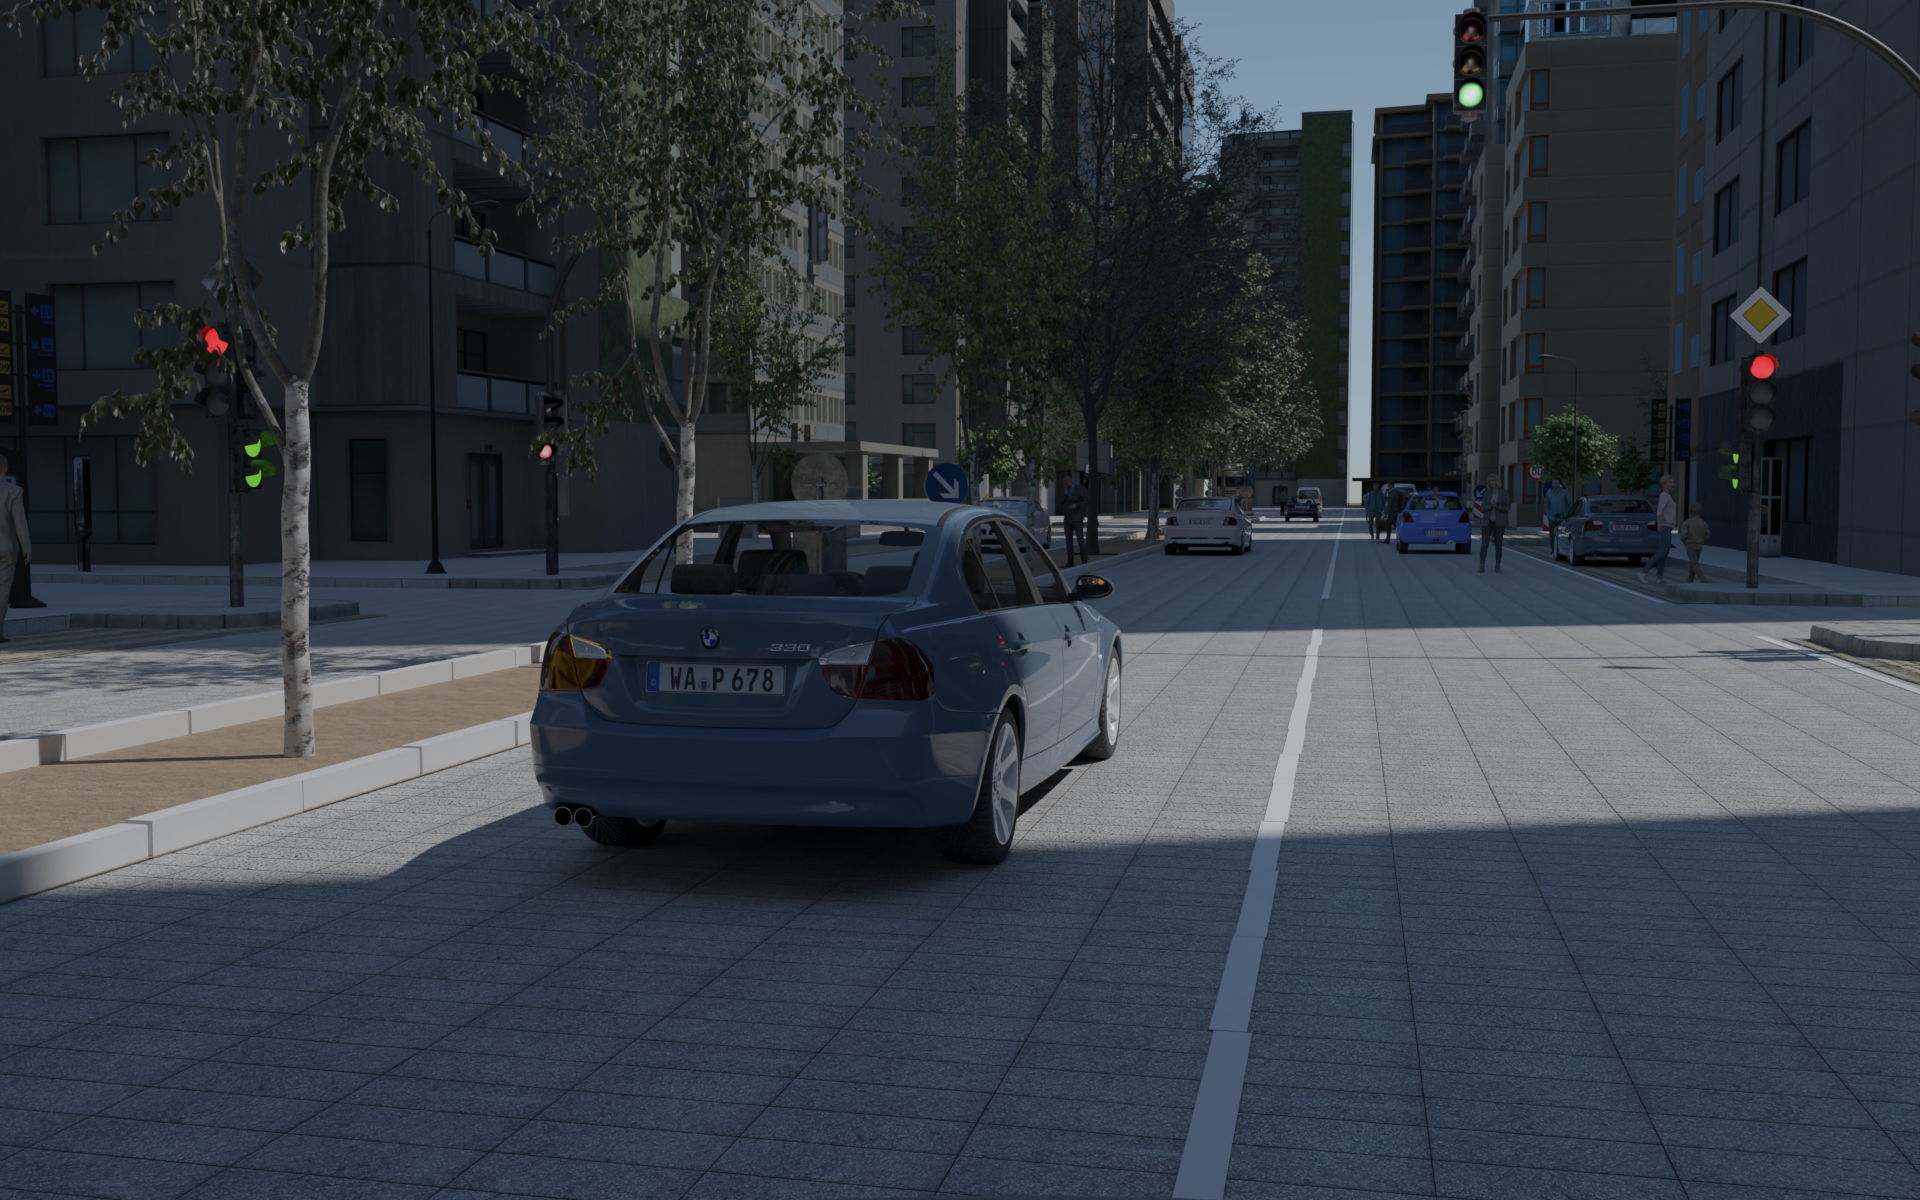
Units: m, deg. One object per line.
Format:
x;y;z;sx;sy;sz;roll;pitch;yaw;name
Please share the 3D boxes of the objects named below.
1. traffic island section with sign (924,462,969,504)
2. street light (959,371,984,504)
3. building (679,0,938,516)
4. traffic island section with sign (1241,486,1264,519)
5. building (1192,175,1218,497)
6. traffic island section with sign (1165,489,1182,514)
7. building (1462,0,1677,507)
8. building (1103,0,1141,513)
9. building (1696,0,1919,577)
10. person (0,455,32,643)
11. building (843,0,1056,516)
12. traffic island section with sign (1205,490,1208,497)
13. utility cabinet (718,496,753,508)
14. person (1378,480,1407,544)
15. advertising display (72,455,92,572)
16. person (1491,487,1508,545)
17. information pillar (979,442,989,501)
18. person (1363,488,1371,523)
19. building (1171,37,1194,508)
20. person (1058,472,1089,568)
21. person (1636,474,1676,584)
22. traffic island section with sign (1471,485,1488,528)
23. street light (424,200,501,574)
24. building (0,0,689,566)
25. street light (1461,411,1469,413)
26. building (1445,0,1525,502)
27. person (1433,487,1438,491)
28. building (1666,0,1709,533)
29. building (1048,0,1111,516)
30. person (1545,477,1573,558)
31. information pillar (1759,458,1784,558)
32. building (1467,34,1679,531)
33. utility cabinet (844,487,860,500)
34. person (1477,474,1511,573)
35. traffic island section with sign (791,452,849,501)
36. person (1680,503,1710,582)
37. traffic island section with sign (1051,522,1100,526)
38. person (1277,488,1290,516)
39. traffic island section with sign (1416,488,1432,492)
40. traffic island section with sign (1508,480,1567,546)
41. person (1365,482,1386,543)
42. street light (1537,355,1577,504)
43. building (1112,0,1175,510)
-0.054;-1.075;25.705;2.006;1.907;1.989;1;4;13;traffic island section with sign
0.524;-5.673;65.287;1.470;5.913;1.316;1;4;13;street light
-17.760;-22.781;64.350;32.217;40.220;23.993;1;4;13;building
16.370;-5.559;99.033;2.006;1.907;1.989;1;4;13;traffic island section with sign
18.858;-31.187;201.786;23.993;40.220;32.217;1;4;13;building
16.103;-7.225;126.758;1.989;1.847;2.006;1;4;13;traffic island section with sign
48.080;-49.373;119.912;22.319;86.520;31.000;1;4;13;building
2.742;-42.106;126.686;20.563;71.187;20.611;1;4;13;building
26.617;-36.208;30.257;20.611;71.187;20.563;1;4;13;building
-9.232;-0.485;16.548;0.709;1.813;0.853;-1;4;-14;person
-2.751;-19.840;96.081;14.160;30.474;14.107;1;4;13;building
22.010;-8.838;153.124;1.989;1.847;2.006;1;4;13;traffic island section with sign
-6.485;-2.386;50.168;1.020;1.237;0.306;-1;4;-22;utility cabinet
12.372;-2.502;49.378;0.822;1.834;0.622;2;4;31;person
-14.554;-1.438;28.731;0.123;1.923;0.974;-3;4;-36;advertising display
14.909;-2.403;48.139;0.444;1.785;0.601;-3;4;-37;person
0.988;-4.962;72.484;0.183;3.616;0.504;-3;5;-44;information pillar
20.356;-4.711;86.369;0.563;1.720;0.643;2;4;34;person
14.922;-31.715;168.645;14.200;45.320;14.600;1;4;13;building
2.178;-1.525;33.233;0.655;1.846;0.447;2;4;33;person
11.056;-1.119;27.463;0.598;1.740;0.731;1;4;12;person
22.236;-4.028;74.483;1.989;1.847;2.006;1;4;13;traffic island section with sign
-7.936;-3.370;27.648;1.470;5.913;1.316;1;4;13;street light
-14.939;-21.556;36.034;14.154;41.232;14.086;1;4;13;building
28.621;-7.584;96.540;1.470;5.913;1.316;1;4;13;street light
55.544;-32.520;151.314;23.786;49.044;30.456;1;4;13;building
23.417;-4.693;85.459;0.478;1.798;0.641;-3;4;-39;person
28.619;-24.326;47.837;14.600;45.320;14.200;1;4;13;building
1.677;-28.083;109.275;14.600;45.320;14.200;1;4;13;building
13.388;-1.842;38.639;0.660;1.820;0.620;2;4;32;person
16.390;-1.865;34.992;0.304;2.012;0.304;-1;4;-11;information pillar
38.228;-14.224;77.601;27.650;21.520;28.899;1;4;13;building
-3.219;-2.541;50.218;0.318;1.500;1.173;1;4;17;utility cabinet
9.719;-1.393;31.460;0.537;1.800;0.526;2;4;35;person
-1.683;-0.633;18.478;2.006;1.907;1.989;1;4;13;traffic island section with sign
10.936;-0.798;25.818;0.475;1.303;0.640;-2;4;-24;person
5.275;-4.270;78.448;1.989;1.847;2.006;1;4;13;traffic island section with sign
21.348;-6.477;114.413;0.705;1.823;1.348;-2;4;-30;person
33.096;-6.990;122.920;1.989;1.847;2.006;1;4;13;traffic island section with sign
16.335;-2.419;48.179;1.989;1.847;2.006;1;4;13;traffic island section with sign
12.241;-2.578;50.988;0.601;1.785;0.444;1;4;17;person
19.931;-5.212;57.756;1.470;5.913;1.316;1;4;13;street light
6.566;-32.105;148.619;21.300;48.544;21.600;1;4;13;building
